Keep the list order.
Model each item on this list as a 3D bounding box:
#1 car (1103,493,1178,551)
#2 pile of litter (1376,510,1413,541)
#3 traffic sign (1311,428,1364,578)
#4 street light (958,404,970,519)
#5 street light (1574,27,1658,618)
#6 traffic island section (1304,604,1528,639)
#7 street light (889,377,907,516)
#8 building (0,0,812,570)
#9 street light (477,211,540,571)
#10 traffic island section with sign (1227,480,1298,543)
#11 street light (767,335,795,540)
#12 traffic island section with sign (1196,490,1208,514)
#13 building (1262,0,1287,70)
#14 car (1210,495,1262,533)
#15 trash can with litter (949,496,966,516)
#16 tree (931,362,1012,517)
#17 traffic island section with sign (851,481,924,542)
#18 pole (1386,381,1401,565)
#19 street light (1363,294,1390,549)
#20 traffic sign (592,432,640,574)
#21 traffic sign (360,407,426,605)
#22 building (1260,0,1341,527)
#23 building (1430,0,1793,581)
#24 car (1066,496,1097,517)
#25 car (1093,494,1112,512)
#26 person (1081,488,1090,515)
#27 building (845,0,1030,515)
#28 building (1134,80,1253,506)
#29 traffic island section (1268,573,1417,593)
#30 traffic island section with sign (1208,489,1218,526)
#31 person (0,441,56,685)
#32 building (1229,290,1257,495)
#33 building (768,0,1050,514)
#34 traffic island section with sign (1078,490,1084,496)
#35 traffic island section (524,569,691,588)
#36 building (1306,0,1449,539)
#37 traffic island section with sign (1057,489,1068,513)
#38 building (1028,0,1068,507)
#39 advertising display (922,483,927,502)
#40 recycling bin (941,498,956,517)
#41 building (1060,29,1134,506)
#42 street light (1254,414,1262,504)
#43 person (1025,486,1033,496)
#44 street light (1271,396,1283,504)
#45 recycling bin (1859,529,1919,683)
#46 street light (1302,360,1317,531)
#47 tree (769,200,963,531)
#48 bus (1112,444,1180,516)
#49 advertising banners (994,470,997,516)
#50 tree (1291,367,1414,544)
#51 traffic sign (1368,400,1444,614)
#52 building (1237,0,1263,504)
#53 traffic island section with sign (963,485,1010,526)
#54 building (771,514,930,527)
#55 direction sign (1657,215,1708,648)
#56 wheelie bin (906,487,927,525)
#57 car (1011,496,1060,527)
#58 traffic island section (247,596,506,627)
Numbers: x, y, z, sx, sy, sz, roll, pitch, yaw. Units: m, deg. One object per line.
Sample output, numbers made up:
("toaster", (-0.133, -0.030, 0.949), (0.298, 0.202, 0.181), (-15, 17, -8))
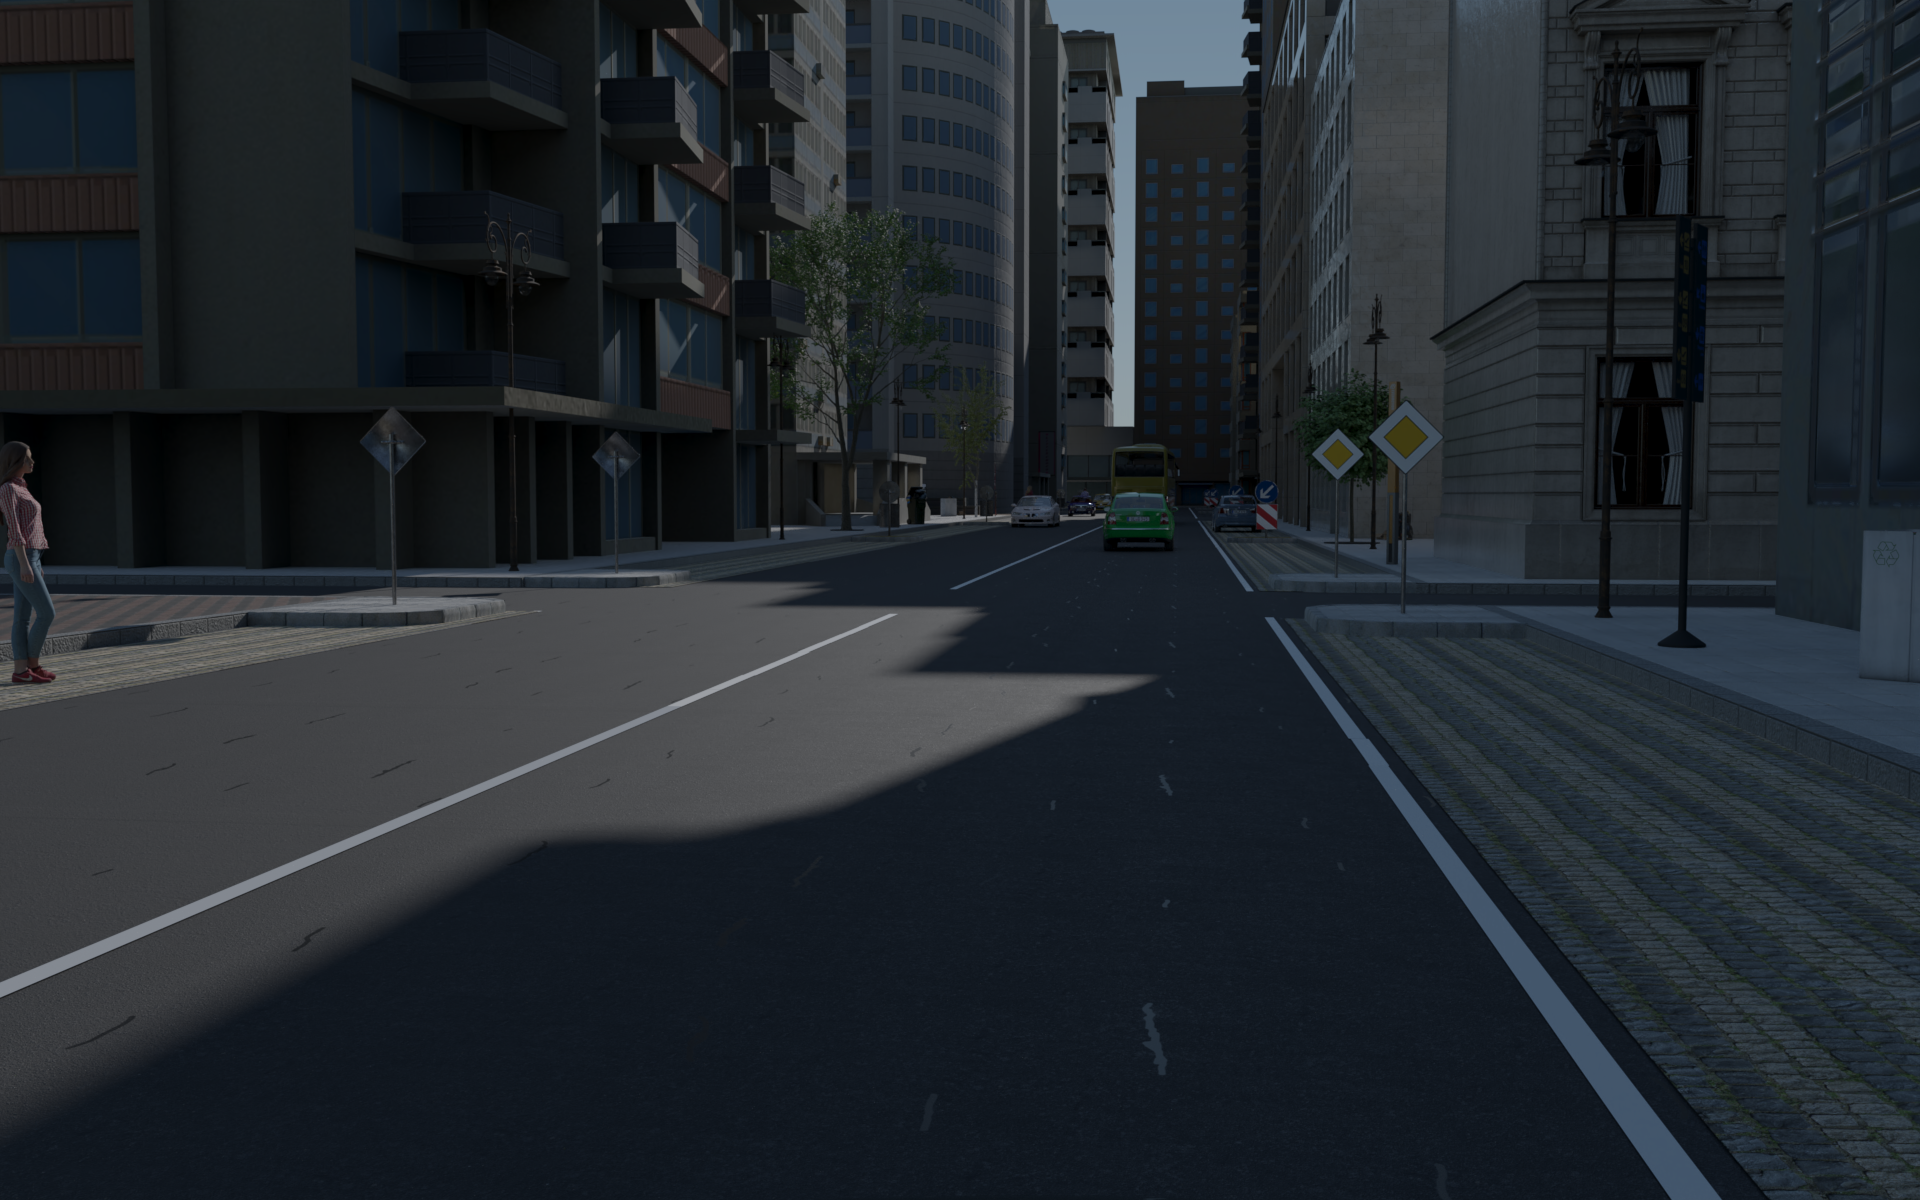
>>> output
("car", (4.673, -2.210, 44.928), (1.959, 1.807, 4.718), (0, 4, 7))
("pile of litter", (12.190, -2.118, 48.599), (1.176, 0.858, 1.719), (2, 4, 32))
("traffic sign", (5.760, -1.396, 26.470), (0.795, 2.450, 0.064), (0, 4, 7))
("street light", (0.211, -7.114, 89.098), (0.468, 5.910, 1.993), (0, 4, 7))
("street light", (6.684, -2.753, 17.806), (0.468, 5.910, 1.993), (0, 4, 7))
("traffic island section", (4.783, 0.224, 18.622), (2.009, 0.180, 2.903), (0, 4, 7))
("street light", (-2.438, -5.849, 68.419), (0.468, 5.910, 1.993), (0, 4, 7))
("building", (-16.098, -23.702, 42.153), (22.147, 44.769, 28.867), (0, 4, 7))
("street light", (-7.425, -3.417, 28.651), (0.468, 5.910, 1.993), (0, 4, 7))
("traffic island section with sign", (8.880, -2.590, 50.980), (1.989, 1.847, 2.006), (0, 4, 7))
("street light", (-4.999, -4.630, 48.493), (0.468, 5.910, 1.993), (0, 4, 7))
("traffic island section with sign", (18.557, -7.271, 127.508), (1.989, 1.847, 2.006), (0, 4, 7))
("building", (26.416, -28.123, 109.917), (14.600, 45.320, 14.200), (0, 4, 7))
("car", (10.442, -3.263, 65.347), (2.014, 1.417, 4.499), (0, 4, 7))
("trash can with litter", (-0.236, -5.586, 102.710), (1.055, 1.170, 0.624), (-2, 4, -27))
("tree", (0.651, -8.855, 95.137), (4.737, 8.622, 4.395), (0, 3, 0))
("traffic island section with sign", (-2.152, -2.674, 52.348), (1.989, 1.847, 2.006), (0, 4, 7))
("pole", (7.874, -2.301, 31.459), (0.158, 3.312, 0.155), (0, 3, 0))
("street light", (9.609, -4.117, 40.101), (0.468, 5.910, 1.993), (0, 4, 7))
("traffic sign", (-5.542, -1.485, 27.915), (0.795, 2.450, 0.064), (0, 4, 7))
("traffic sign", (-6.543, -1.000, 19.992), (0.795, 2.450, 0.064), (0, 4, 7))
("building", (24.865, -16.977, 82.089), (19.350, 26.468, 34.151), (0, 4, 7))
("building", (18.090, -10.056, 29.035), (19.286, 19.102, 10.561), (0, 4, 7))
("car", (7.858, -6.062, 111.698), (1.945, 1.354, 3.894), (0, 4, 5))
("car", (11.259, -7.730, 136.606), (2.015, 1.641, 3.980), (1, 4, 9))
("person", (8.699, -6.849, 120.344), (0.709, 1.838, 0.599), (1, 4, 9))
("building", (-6.981, -35.169, 117.017), (21.231, 58.520, 28.212), (0, 4, 7))
("building", (26.547, -33.067, 190.752), (14.200, 45.320, 14.600), (0, 4, 7))
("traffic island section", (5.785, -0.261, 26.544), (2.009, 0.180, 2.903), (0, 4, 7))
("traffic island section with sign", (12.273, -4.226, 77.721), (1.989, 1.847, 2.006), (0, 4, 7))
("person", (-6.989, -0.272, 12.957), (0.388, 1.821, 0.555), (-2, 4, -33))
("building", (39.299, -19.248, 159.742), (27.650, 21.520, 28.899), (0, 4, 7))
("building", (-8.880, -27.710, 144.944), (32.217, 40.220, 23.993), (0, 4, 7))
("traffic island section with sign", (10.986, -9.027, 156.216), (1.989, 1.847, 2.006), (0, 4, 7))
("traffic island section", (-5.566, -0.349, 27.979), (2.009, 0.180, 2.903), (0, 4, 7))
("building", (17.399, -12.371, 57.013), (10.420, 20.320, 16.860), (0, 4, 7))
("traffic island section with sign", (7.601, -7.391, 129.473), (1.989, 1.847, 2.006), (0, 4, 7))
("building", (-0.731, -33.301, 168.172), (21.600, 48.544, 21.300), (0, 4, 7))
("advertising display", (-2.477, -5.988, 103.120), (0.974, 1.923, 0.123), (0, 4, -5))
("recycling bin", (-0.657, -5.315, 99.447), (0.722, 1.027, 0.722), (-1, 4, -23))
("building", (6.583, -37.346, 199.851), (27.495, 52.752, 28.713), (0, 4, 7))
("street light", (17.138, -7.756, 99.597), (0.468, 5.910, 1.993), (0, 4, 7))
("person", (3.283, -4.486, 81.814), (0.573, 1.828, 0.580), (-1, 4, -21))
("street light", (14.567, -6.543, 79.773), (0.468, 5.910, 1.993), (0, 4, 7))
("recycling bin", (6.746, 0.036, 11.972), (0.722, 1.027, 0.722), (-3, 4, -38))
("street light", (12.091, -5.330, 59.936), (0.468, 5.910, 1.993), (0, 4, 7))
("tree", (-3.876, -8.233, 60.360), (9.928, 11.665, 9.643), (0, 3, 0))
("bus", (9.051, -5.666, 84.191), (2.896, 3.916, 12.252), (1, 4, 9))
("advertising banners", (2.047, -6.348, 99.982), (0.090, 3.025, 2.074), (0, 4, 3))
("tree", (10.258, -3.740, 44.860), (4.285, 4.588, 4.351), (0, 3, 0))
("traffic sign", (4.759, -0.912, 18.548), (0.795, 2.450, 0.064), (0, 4, 7))
("building", (32.517, -29.126, 130.829), (22.147, 44.769, 28.867), (0, 4, 7))
("traffic island section with sign", (1.238, -4.310, 79.090), (1.989, 1.847, 2.006), (0, 4, 7))
("building", (-18.274, -23.567, 77.209), (32.217, 40.220, 23.993), (0, 4, 7))
("direction sign", (6.081, -1.375, 14.485), (0.379, 3.537, 0.876), (3, 4, 37))
("wheelie bin", (-1.806, -3.991, 73.156), (0.980, 1.594, 0.693), (-3, 5, -42))
("car", (3.341, -3.886, 75.903), (2.083, 1.381, 4.827), (0, 4, 8))
("traffic island section", (-6.568, 0.136, 20.057), (2.009, 0.180, 2.903), (0, 4, 7))
